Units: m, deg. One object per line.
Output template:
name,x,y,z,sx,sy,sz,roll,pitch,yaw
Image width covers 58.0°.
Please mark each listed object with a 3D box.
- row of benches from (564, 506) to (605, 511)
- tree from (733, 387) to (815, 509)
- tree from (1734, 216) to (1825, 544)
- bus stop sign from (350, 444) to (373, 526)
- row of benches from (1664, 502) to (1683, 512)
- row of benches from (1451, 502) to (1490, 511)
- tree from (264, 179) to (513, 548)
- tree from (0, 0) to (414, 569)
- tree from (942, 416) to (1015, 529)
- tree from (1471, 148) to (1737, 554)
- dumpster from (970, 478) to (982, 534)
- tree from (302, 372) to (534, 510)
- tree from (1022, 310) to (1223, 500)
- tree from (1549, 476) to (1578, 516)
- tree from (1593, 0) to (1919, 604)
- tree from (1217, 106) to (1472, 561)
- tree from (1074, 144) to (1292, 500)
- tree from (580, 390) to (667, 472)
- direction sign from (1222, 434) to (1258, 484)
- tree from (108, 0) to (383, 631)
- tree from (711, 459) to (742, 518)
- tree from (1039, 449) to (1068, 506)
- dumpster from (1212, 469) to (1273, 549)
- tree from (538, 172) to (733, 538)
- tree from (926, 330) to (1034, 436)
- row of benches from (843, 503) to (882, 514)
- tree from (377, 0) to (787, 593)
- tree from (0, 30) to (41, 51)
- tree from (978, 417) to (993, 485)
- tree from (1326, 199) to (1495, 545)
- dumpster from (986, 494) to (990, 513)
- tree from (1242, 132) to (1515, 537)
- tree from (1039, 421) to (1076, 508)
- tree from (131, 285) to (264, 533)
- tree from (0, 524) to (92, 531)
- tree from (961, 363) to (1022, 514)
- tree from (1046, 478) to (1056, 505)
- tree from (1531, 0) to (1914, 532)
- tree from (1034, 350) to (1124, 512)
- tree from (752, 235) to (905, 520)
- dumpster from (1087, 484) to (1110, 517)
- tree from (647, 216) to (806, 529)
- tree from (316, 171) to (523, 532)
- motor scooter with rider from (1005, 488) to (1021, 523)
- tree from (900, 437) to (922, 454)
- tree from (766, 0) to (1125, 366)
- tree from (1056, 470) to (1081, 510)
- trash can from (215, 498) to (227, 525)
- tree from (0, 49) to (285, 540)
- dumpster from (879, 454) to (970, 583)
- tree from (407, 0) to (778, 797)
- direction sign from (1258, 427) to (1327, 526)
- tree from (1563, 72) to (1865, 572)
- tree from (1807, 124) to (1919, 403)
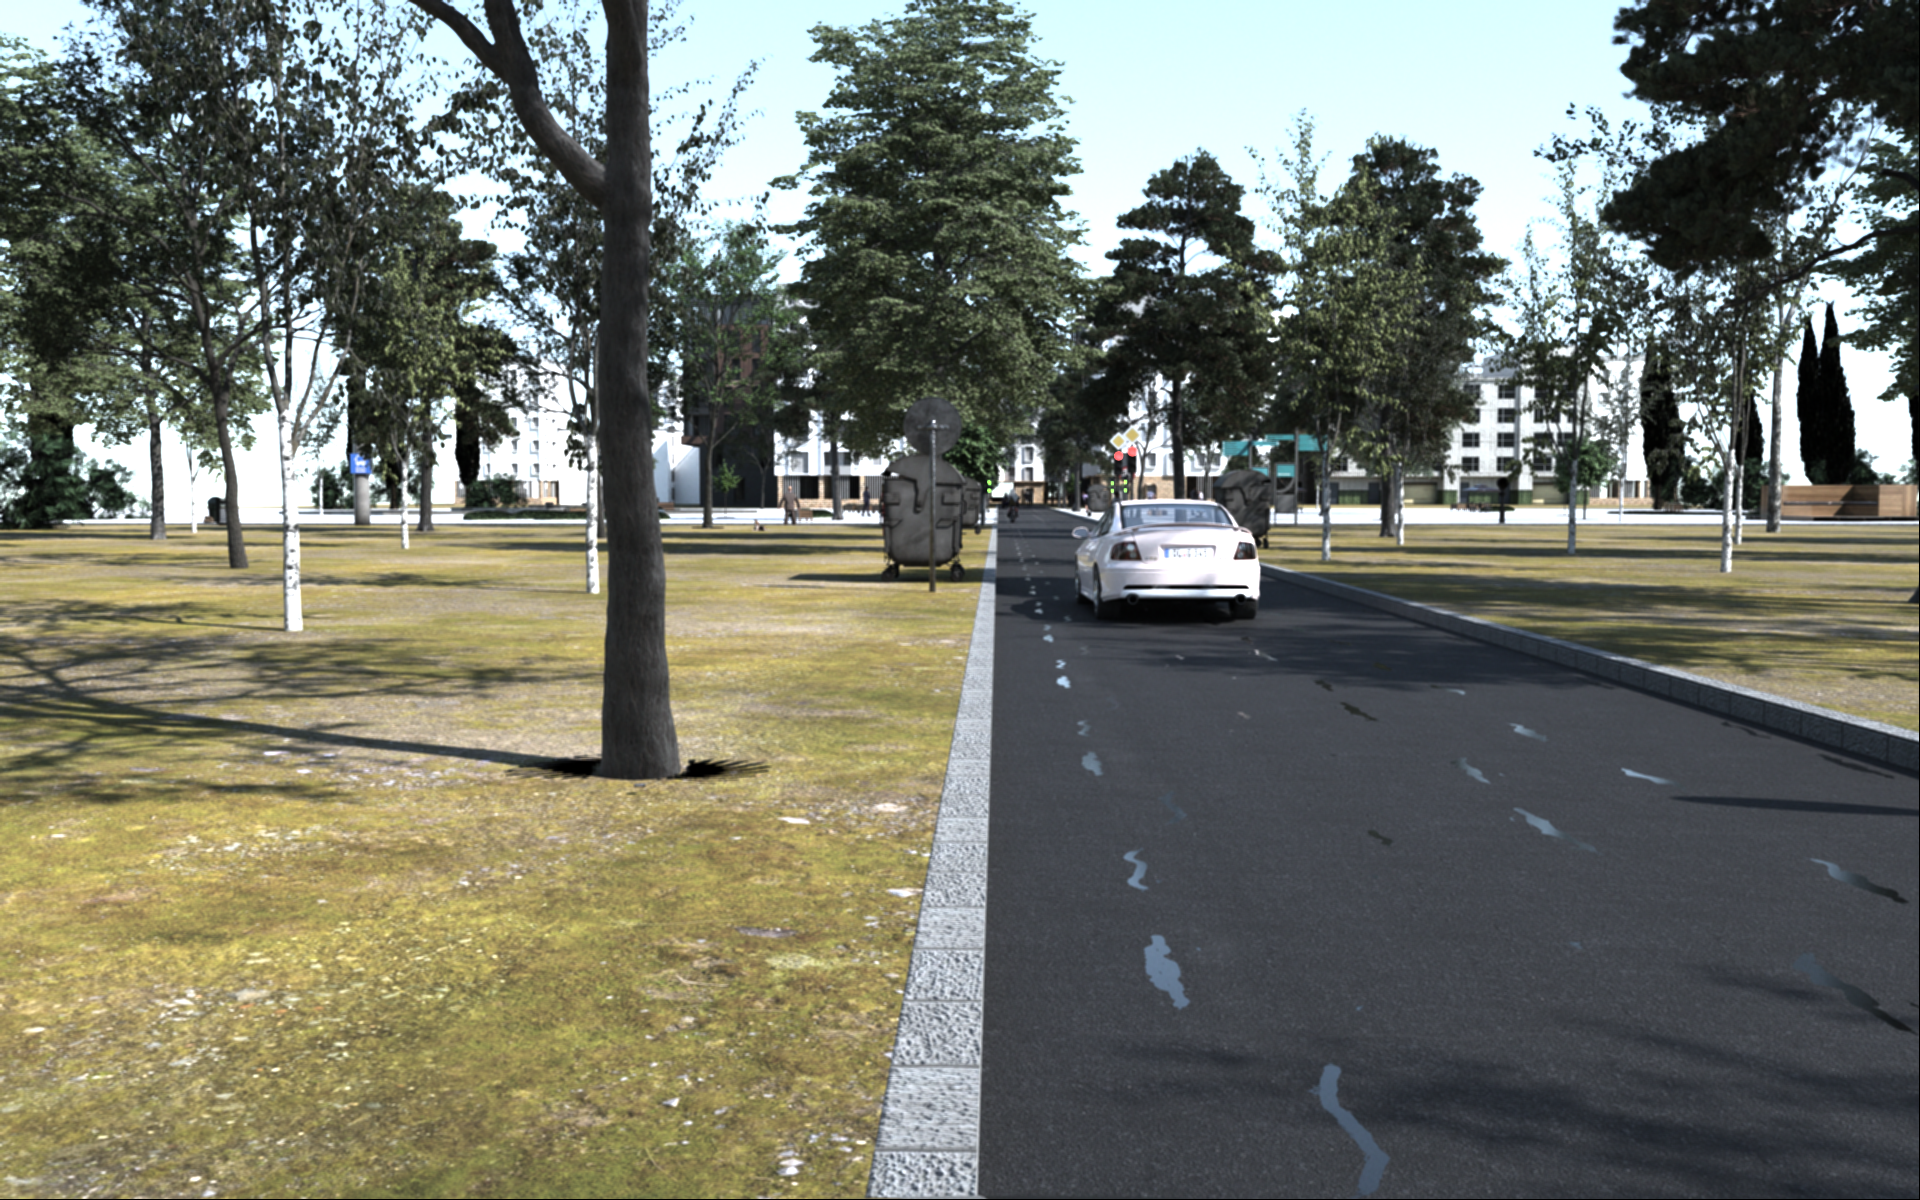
row of benches,-19.174,-4.672,91.855,4.104,0.672,1.422,-3,5,-42
tree,-16.620,-12.903,145.371,8.767,10.594,7.601,-1,4,-15
tree,19.740,-5.740,44.207,4.737,8.622,4.395,0,3,0
bus stop sign,-24.312,-4.974,70.346,0.837,3.901,0.837,-1,4,-17
row of benches,52.483,-6.849,127.436,1.422,0.672,4.104,1,4,13
row of benches,38.511,-7.033,130.446,4.104,0.672,1.422,-3,4,-37
tree,-12.983,-5.534,40.837,4.737,8.622,4.395,0,3,0
tree,-12.788,-5.828,29.703,7.601,10.594,8.767,1,4,12
tree,0.208,-4.883,63.546,4.285,4.588,4.351,0,3,0
tree,13.010,-5.307,37.137,4.737,8.622,4.395,0,3,0
dumpster,0.065,-3.049,55.609,1.264,1.857,1.865,0,4,1
tree,-46.403,-15.024,147.469,18.604,14.587,13.155,-2,4,-27
tree,8.939,-9.177,84.458,8.767,10.594,7.601,-3,5,-40
tree,35.522,-6.539,101.510,1.663,3.219,1.824,0,3,0
tree,11.326,-6.893,20.117,7.806,13.903,7.818,0,3,0
tree,7.013,-5.053,32.984,4.737,8.622,4.395,0,3,0
tree,7.780,-9.500,62.744,7.806,13.903,7.818,0,3,0
tree,-27.639,-13.465,142.211,6.751,12.117,7.091,0,3,0
direction sign,12.982,-5.399,77.034,2.525,3.948,1.411,0,4,2
tree,-6.047,-4.009,15.905,4.360,8.622,3.978,0,3,0
tree,-12.948,-6.117,94.621,1.663,3.219,1.824,0,3,0
tree,10.343,-14.138,181.513,4.360,8.622,3.978,0,3,0
dumpster,6.721,-2.169,41.226,1.264,1.857,1.865,0,4,1
tree,-10.748,-7.068,49.970,7.601,10.594,8.767,0,4,-4
tree,0.346,-10.344,94.876,9.928,11.665,9.643,0,3,0
row of benches,-6.270,-6.061,114.563,4.104,0.672,1.422,3,5,44
tree,-4.581,-4.403,22.346,4.360,8.622,3.978,0,3,0
tree,-22.648,-7.411,39.292,7.486,12.596,7.792,0,3,0
tree,1.221,-10.517,122.315,4.360,8.622,3.978,0,3,0
tree,11.064,-5.673,43.120,4.360,8.622,3.978,0,3,0
dumpster,1.434,-6.898,118.535,1.264,1.857,1.865,0,4,1
tree,12.768,-7.925,51.626,6.751,12.117,7.091,0,3,0
tree,9.337,-12.988,162.718,4.737,8.622,4.395,0,3,0
tree,-25.289,-6.548,57.421,4.737,8.622,4.395,0,3,0
tree,-41.162,-9.773,61.615,18.604,14.587,13.155,1,4,9
tree,1.224,-10.867,112.082,8.767,10.594,7.601,1,4,11
tree,10.880,-12.913,205.726,1.663,3.219,1.824,0,3,0
tree,26.376,-12.405,58.707,12.611,20.169,13.585,0,3,0
tree,8.477,-12.410,124.966,6.751,12.117,7.091,0,3,0
tree,-6.186,-10.839,84.640,7.806,13.903,7.818,0,3,0
dumpster,7.918,-5.716,99.213,1.264,1.857,1.865,0,4,1
tree,-9.291,-8.482,64.435,9.928,11.665,9.643,0,3,0
tree,-18.294,-8.388,59.193,6.751,12.117,7.091,0,3,0
motor scooter with rider,2.688,-4.793,87.329,0.876,1.779,1.986,0,4,0
tree,-2.205,-10.914,128.800,4.360,8.622,3.978,0,3,0
tree,-0.320,-7.253,36.718,7.486,12.596,7.792,0,3,0
tree,9.048,-8.829,138.947,1.663,3.219,1.824,0,3,0
trash can,-30.138,-3.626,70.935,0.748,1.137,0.748,0,3,0
tree,-23.106,-7.983,48.650,7.486,12.596,7.792,0,3,0
dumpster,-0.545,-1.221,25.715,1.264,1.857,1.865,0,4,1
tree,-1.611,-5.940,7.484,12.009,13.543,11.850,0,3,0
direction sign,13.474,-4.954,69.765,2.525,3.948,1.411,0,4,3
tree,12.456,-4.774,28.422,4.360,8.622,3.978,0,3,0
tree,20.427,-7.031,33.080,7.486,12.596,7.792,0,3,0
